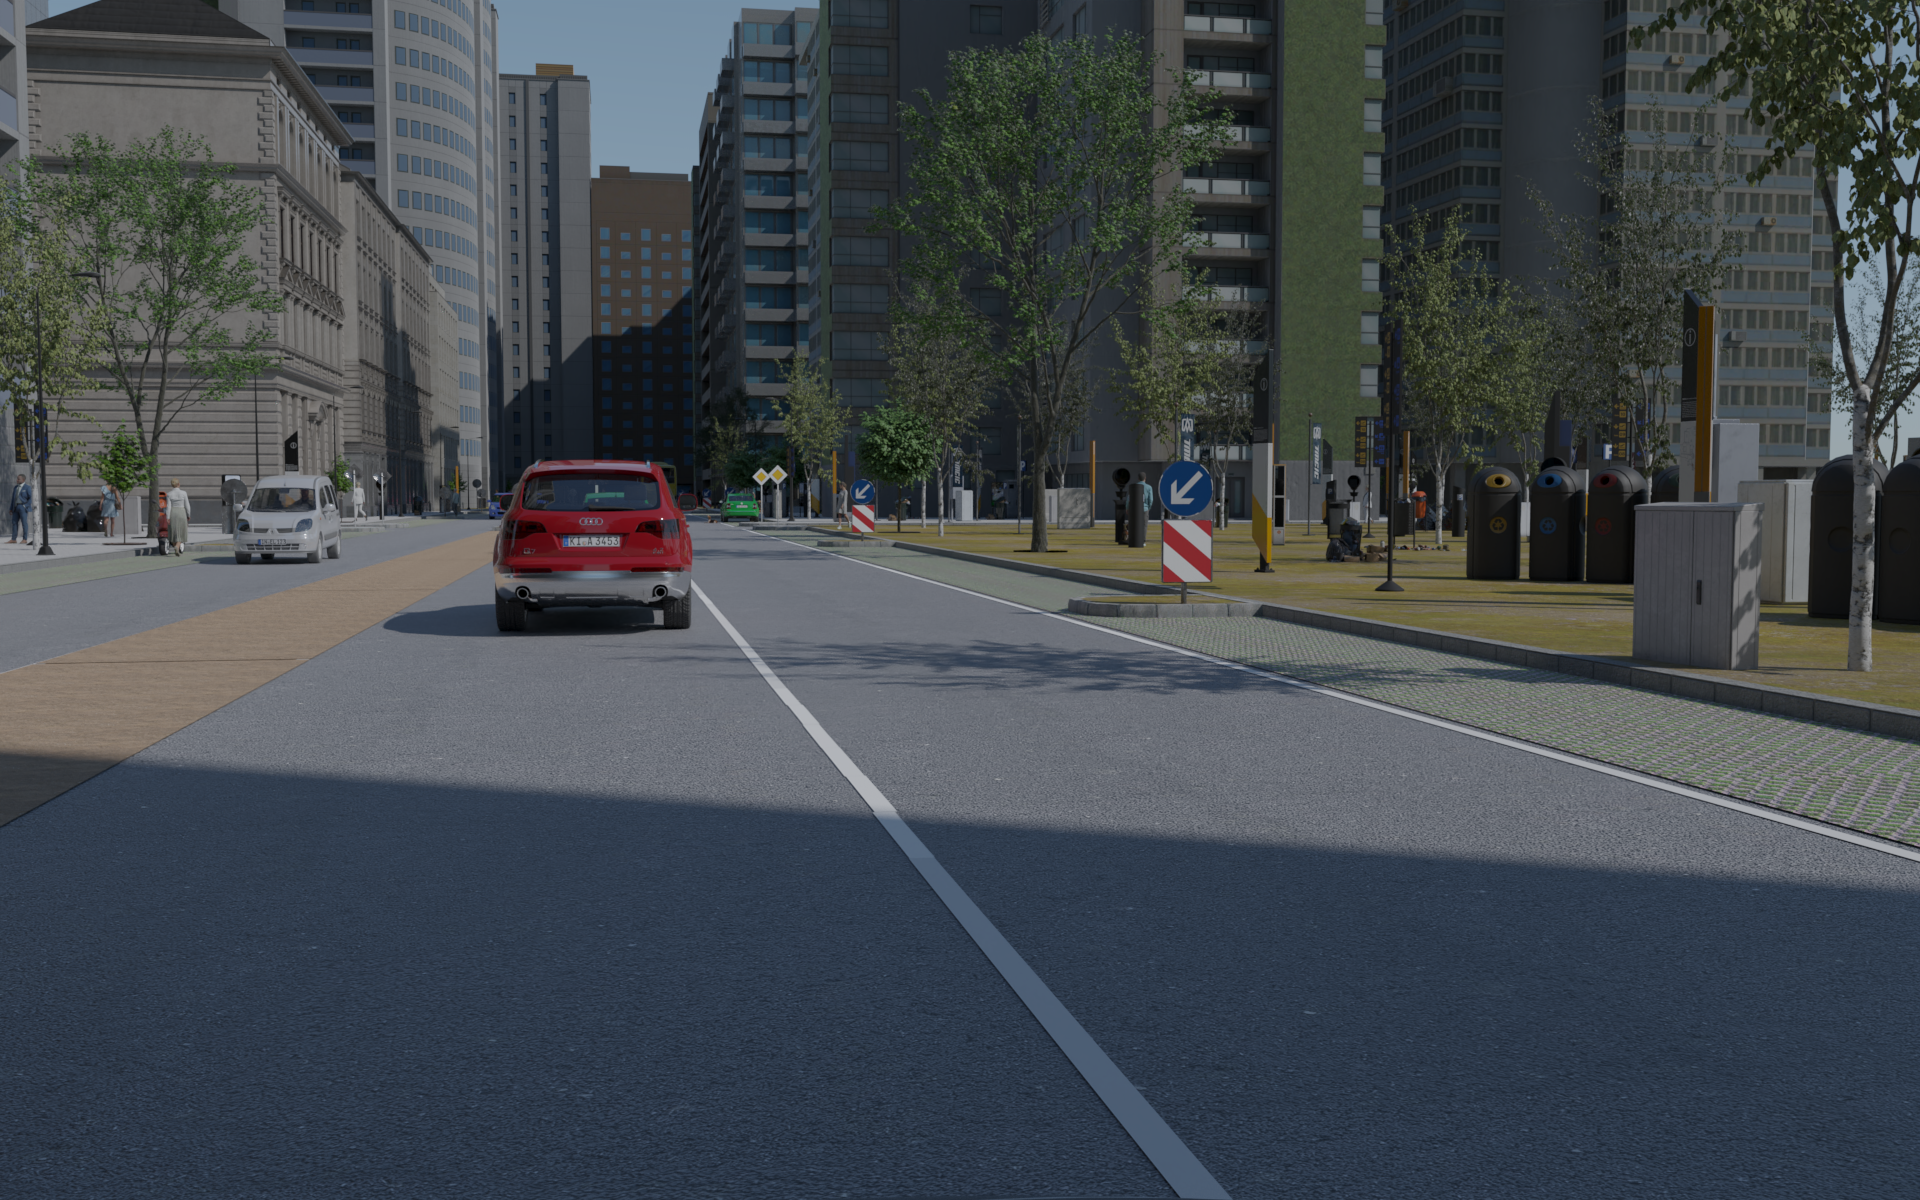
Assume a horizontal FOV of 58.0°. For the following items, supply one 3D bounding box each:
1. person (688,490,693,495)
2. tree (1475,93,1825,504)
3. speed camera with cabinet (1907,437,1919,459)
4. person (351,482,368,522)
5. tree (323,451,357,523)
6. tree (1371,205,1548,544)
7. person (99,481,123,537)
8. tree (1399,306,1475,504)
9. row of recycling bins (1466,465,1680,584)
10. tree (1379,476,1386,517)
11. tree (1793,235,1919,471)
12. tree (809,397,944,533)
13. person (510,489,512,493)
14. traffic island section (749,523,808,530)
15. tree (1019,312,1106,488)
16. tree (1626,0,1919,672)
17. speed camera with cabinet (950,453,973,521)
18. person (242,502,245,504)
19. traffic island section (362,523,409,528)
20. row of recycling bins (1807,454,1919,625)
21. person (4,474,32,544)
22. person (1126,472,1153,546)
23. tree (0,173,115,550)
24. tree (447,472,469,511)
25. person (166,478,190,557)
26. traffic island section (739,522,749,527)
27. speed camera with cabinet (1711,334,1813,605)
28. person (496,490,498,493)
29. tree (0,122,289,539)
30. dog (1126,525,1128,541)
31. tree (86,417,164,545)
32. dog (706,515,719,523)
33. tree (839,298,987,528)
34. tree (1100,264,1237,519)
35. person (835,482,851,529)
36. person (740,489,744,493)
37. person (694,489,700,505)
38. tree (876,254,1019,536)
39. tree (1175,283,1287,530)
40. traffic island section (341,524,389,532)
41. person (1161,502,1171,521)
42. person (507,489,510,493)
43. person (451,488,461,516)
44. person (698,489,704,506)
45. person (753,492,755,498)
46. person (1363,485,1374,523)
[{"bbox_3d":[-32.237,-12.251,207.035,1.217,1.739,0.721,2,4,30],"label":"person"},{"bbox_3d":[12.230,-4.940,31.130,4.360,8.622,3.978,0,3,0],"label":"tree"},{"bbox_3d":[14.653,-1.997,26.984,0.660,3.252,2.038,-1,4,-18],"label":"speed camera with cabinet"},{"bbox_3d":[-27.943,-4.566,80.571,0.818,1.842,0.514,2,4,24],"label":"person"},{"bbox_3d":[-27.642,-5.078,77.630,1.663,3.219,1.824,0,3,0],"label":"tree"},{"bbox_3d":[12.412,-5.731,44.060,4.737,8.622,4.395,0,3,0],"label":"tree"},{"bbox_3d":[-25.351,-2.787,51.701,0.616,1.811,0.778,-1,4,-16],"label":"person"},{"bbox_3d":[19.116,-7.243,68.777,4.360,8.622,3.978,0,3,0],"label":"tree"},{"bbox_3d":[9.144,-1.118,25.389,3.534,1.692,1.069,3,5,39],"label":"row of recycling bins"},{"bbox_3d":[23.613,-6.389,99.059,1.663,3.219,1.824,0,3,0],"label":"tree"},{"bbox_3d":[26.248,-6.045,49.196,4.360,8.622,3.978,0,3,0],"label":"tree"},{"bbox_3d":[-2.036,-4.491,57.136,4.285,4.588,4.351,0,3,0],"label":"tree"},{"bbox_3d":[-34.659,-7.667,133.961,0.767,1.812,0.694,0,4,7],"label":"person"},{"bbox_3d":[-7.249,-2.883,69.423,2.009,0.180,2.903,-1,4,-11],"label":"traffic island section"},{"bbox_3d":[3.944,-7.240,68.743,4.360,8.622,3.978,0,3,0],"label":"tree"},{"bbox_3d":[6.502,-3.775,12.089,4.737,8.622,4.395,0,3,0],"label":"tree"},{"bbox_3d":[0.035,-5.385,82.378,0.660,3.252,2.038,-1,4,-18],"label":"speed camera with cabinet"},{"bbox_3d":[-26.184,-3.460,62.835,0.699,1.804,1.509,-2,4,-33],"label":"person"},{"bbox_3d":[-24.734,-3.170,74.116,2.009,0.180,2.903,-1,4,-11],"label":"traffic island section"},{"bbox_3d":[9.894,-0.593,16.801,1.069,1.692,3.534,-2,4,-29],"label":"row of recycling bins"},{"bbox_3d":[-24.325,-2.361,44.836,0.721,1.800,0.419,0,4,7],"label":"person"},{"bbox_3d":[4.424,-2.244,42.747,0.660,1.820,0.620,0,4,5],"label":"person"},{"bbox_3d":[-21.039,-5.429,39.133,4.737,8.622,4.395,0,3,0],"label":"tree"},{"bbox_3d":[-38.489,-8.462,132.955,1.663,3.219,1.824,0,3,0],"label":"tree"},{"bbox_3d":[-17.834,-1.880,39.456,0.478,1.798,0.641,-1,4,-9],"label":"person"},{"bbox_3d":[-8.801,-3.362,77.257,2.009,0.180,2.903,-1,4,-11],"label":"traffic island section"},{"bbox_3d":[9.607,-1.624,20.889,0.660,3.252,2.038,-1,4,-8],"label":"speed camera with cabinet"},{"bbox_3d":[-46.022,-10.094,171.788,0.721,1.735,1.217,-2,4,-29],"label":"person"},{"bbox_3d":[-23.289,-7.569,49.509,9.928,11.665,9.643,0,3,0],"label":"tree"},{"bbox_3d":[4.422,-1.782,45.963,0.406,0.507,0.540,-1,4,-17],"label":"dog"},{"bbox_3d":[-20.948,-3.000,43.649,1.663,3.219,1.824,0,3,0],"label":"tree"},{"bbox_3d":[-12.135,-3.956,84.869,0.748,0.427,0.550,3,4,36],"label":"dog"},{"bbox_3d":[-1.261,-7.068,65.922,4.737,8.622,4.395,0,3,0],"label":"tree"},{"bbox_3d":[6.642,-6.354,54.247,4.737,8.622,4.395,0,3,0],"label":"tree"},{"bbox_3d":[-4.303,-3.481,63.711,0.466,1.731,0.760,2,4,24],"label":"person"},{"bbox_3d":[-16.376,-7.592,130.400,0.641,1.798,0.478,-2,4,-34],"label":"person"},{"bbox_3d":[-30.169,-11.854,199.870,1.348,1.822,0.705,-3,5,-43],"label":"person"},{"bbox_3d":[-0.547,-6.220,52.059,4.360,8.622,3.978,0,3,0],"label":"tree"},{"bbox_3d":[9.452,-6.807,61.662,4.360,8.622,3.978,0,3,0],"label":"tree"},{"bbox_3d":[-23.182,-2.691,66.283,2.009,0.180,2.903,-1,4,-11],"label":"traffic island section"},{"bbox_3d":[9.266,-4.227,77.880,0.678,1.792,0.850,3,4,37],"label":"person"},{"bbox_3d":[-53.759,-12.233,205.912,0.709,1.838,0.599,2,4,35],"label":"person"},{"bbox_3d":[-30.101,-5.786,103.580,0.515,1.767,0.782,1,4,11],"label":"person"},{"bbox_3d":[-27.507,-10.902,184.432,0.705,1.807,1.348,-2,4,-35],"label":"person"},{"bbox_3d":[-18.857,-9.189,156.284,0.705,1.824,1.348,-3,5,-43],"label":"person"},{"bbox_3d":[18.148,-4.193,76.937,0.818,1.842,0.514,-2,4,-27],"label":"person"}]
